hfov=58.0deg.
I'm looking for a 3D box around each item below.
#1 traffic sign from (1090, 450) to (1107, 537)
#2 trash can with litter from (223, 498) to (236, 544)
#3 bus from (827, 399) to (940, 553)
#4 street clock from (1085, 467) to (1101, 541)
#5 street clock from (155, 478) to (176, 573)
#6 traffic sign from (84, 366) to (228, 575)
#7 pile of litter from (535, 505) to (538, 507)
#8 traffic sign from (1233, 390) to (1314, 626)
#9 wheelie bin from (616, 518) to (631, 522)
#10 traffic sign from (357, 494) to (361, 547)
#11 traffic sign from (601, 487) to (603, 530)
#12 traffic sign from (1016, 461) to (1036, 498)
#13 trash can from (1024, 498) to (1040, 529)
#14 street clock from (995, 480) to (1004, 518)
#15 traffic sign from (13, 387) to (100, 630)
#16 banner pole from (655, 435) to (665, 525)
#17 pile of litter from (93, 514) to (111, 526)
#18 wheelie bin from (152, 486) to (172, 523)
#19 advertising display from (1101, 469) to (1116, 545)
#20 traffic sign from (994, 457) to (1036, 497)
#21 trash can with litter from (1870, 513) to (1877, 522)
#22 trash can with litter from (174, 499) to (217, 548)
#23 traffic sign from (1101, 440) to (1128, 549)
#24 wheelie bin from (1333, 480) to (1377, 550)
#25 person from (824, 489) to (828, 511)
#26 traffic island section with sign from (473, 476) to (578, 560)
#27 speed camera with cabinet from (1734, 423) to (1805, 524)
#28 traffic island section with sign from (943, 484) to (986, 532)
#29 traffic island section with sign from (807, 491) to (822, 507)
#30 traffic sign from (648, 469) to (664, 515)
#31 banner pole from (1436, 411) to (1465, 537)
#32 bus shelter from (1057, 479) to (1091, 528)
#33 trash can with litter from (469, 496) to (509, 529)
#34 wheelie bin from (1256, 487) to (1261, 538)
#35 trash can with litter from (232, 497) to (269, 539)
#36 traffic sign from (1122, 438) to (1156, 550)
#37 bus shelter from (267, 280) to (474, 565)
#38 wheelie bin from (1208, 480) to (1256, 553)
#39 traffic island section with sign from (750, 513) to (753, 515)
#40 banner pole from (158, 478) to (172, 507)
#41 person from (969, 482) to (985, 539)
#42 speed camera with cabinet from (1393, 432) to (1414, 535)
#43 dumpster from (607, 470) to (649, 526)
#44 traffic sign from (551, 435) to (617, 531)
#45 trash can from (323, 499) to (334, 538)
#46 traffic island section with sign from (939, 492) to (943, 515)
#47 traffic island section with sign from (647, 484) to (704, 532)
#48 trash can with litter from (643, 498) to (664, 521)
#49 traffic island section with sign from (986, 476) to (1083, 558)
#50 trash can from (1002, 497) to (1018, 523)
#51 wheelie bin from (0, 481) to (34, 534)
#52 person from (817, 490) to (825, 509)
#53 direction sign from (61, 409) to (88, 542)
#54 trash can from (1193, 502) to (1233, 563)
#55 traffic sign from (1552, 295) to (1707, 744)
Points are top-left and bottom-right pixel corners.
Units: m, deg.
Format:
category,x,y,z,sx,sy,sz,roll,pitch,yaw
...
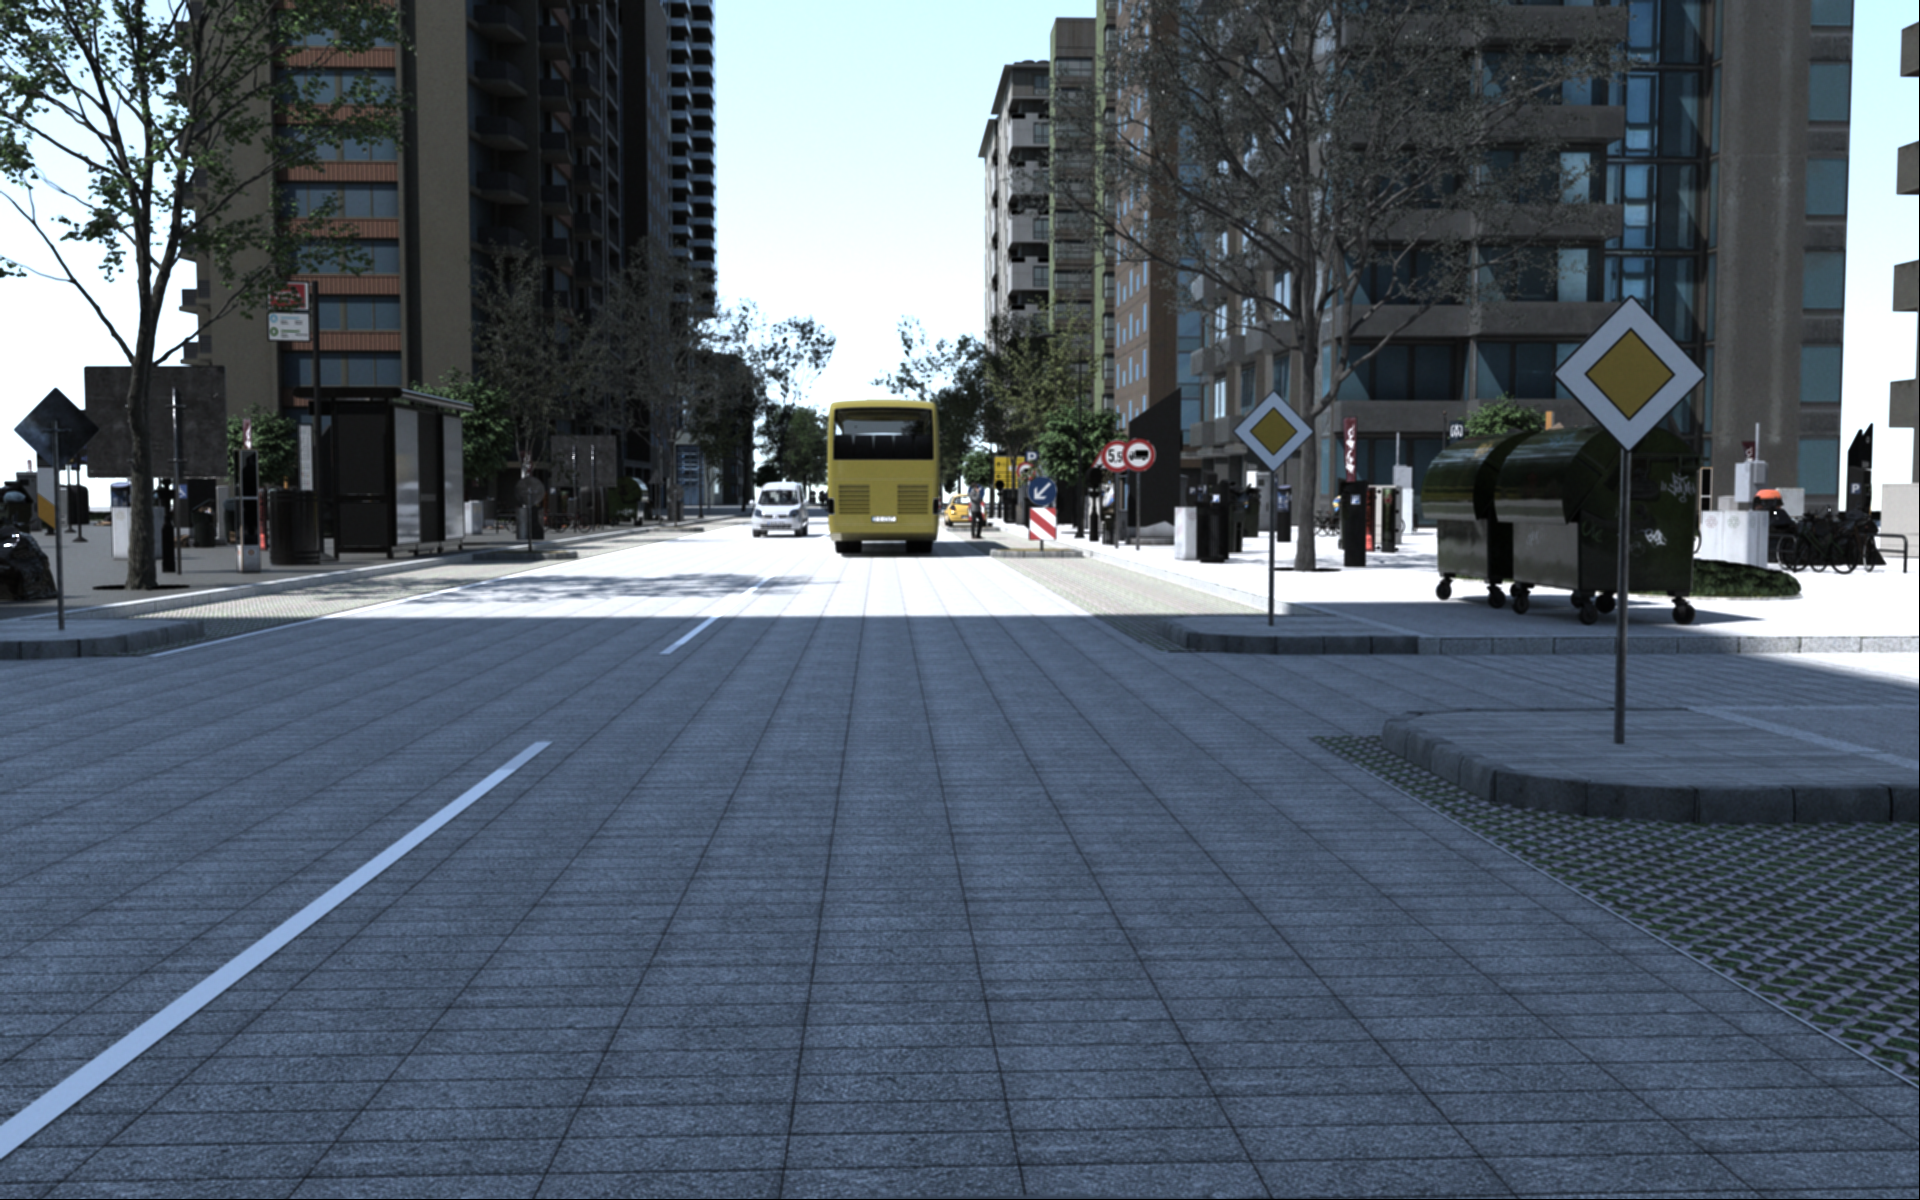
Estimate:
category,x,y,z,sx,sy,sz,roll,pitch,yaw
traffic sign,4.181,-3.153,51.556,0.884,2.594,0.081,0,4,0
trash can with litter,-18.735,-2.050,44.901,0.624,1.170,1.055,-2,4,-29
bus,-1.979,-3.265,44.933,2.896,3.916,12.252,0,4,-2
street clock,3.640,-2.591,46.937,0.471,2.002,0.358,-2,4,-30
street clock,-12.984,-1.456,28.371,0.358,2.002,0.471,-1,4,-19
traffic sign,-12.763,-2.058,27.515,2.265,3.308,0.079,0,4,1
pile of litter,-18.703,-3.786,75.858,1.719,0.858,1.176,-1,4,-15
traffic sign,3.031,-0.807,16.830,0.795,2.450,0.064,0,4,-3
wheelie bin,-15.409,-4.378,79.485,0.693,1.594,0.980,2,4,31
traffic sign,-14.116,-2.479,40.635,0.768,2.556,0.104,0,4,1
traffic sign,-12.814,-3.665,62.045,0.606,2.300,0.079,0,4,5
traffic sign,2.585,-4.136,67.729,0.768,2.556,0.104,0,4,3
trash can,2.719,-3.229,64.451,0.748,1.137,0.748,0,3,0
street clock,2.095,-5.311,91.405,0.471,2.002,0.358,0,4,6
traffic sign,-8.502,-0.776,16.332,0.795,2.450,0.064,0,4,-3
banner pole,-12.626,-5.078,73.036,0.401,3.779,0.863,0,4,2
pile of litter,-34.523,-3.470,70.697,1.719,0.858,1.176,1,4,20
wheelie bin,-32.120,-3.774,69.609,0.693,1.594,0.980,-3,5,-45
advertising display,3.773,-2.351,43.647,0.123,1.923,0.974,-1,4,-15
traffic sign,2.922,-6.029,92.448,2.265,3.308,0.079,0,3,0
trash can with litter,40.472,-4.110,78.252,2.233,1.210,1.678,-1,4,-8
trash can with litter,-18.364,-1.841,41.481,1.055,1.170,0.624,-1,4,-9
traffic sign,3.698,-2.486,40.759,0.768,2.556,0.104,0,4,6
wheelie bin,9.118,-1.961,39.978,0.980,1.594,0.693,0,4,7
person,-10.933,-8.308,144.200,0.599,1.838,0.709,-3,5,-43
traffic island section with sign,-9.505,-1.803,38.099,1.989,1.847,2.006,0,4,-3
speed camera with cabinet,22.797,-3.328,48.742,2.038,3.252,0.660,-1,4,-21
traffic island section with sign,0.483,-3.552,66.699,1.989,1.847,2.006,0,4,-3
traffic island section with sign,-16.748,-11.615,198.540,1.989,1.847,2.006,0,4,-3
traffic sign,-15.757,-5.490,89.771,0.884,2.594,0.081,0,4,5
banner pole,14.753,-3.794,52.042,0.863,3.779,0.401,3,5,41
bus shelter,4.640,-4.724,68.520,1.731,3.624,6.357,0,4,-3
trash can with litter,-17.708,-3.242,64.071,2.233,1.210,1.678,0,4,7
wheelie bin,8.566,-2.650,51.229,0.693,1.594,0.980,0,4,7
trash can with litter,-20.330,-2.328,49.119,2.233,1.210,1.678,-1,4,-16
traffic sign,4.049,-2.400,39.349,0.768,2.556,0.104,0,4,-2
bus shelter,-12.024,-3.527,35.303,2.179,5.291,8.768,0,4,-3
wheelie bin,5.881,-1.835,37.917,0.693,1.594,0.980,3,4,37
traffic island section with sign,-13.045,-6.589,116.352,1.989,1.847,2.006,0,4,-3
banner pole,-23.026,-3.674,50.089,0.863,3.779,0.401,2,4,35
person,0.537,-2.834,55.017,0.473,1.802,0.592,3,5,39
speed camera with cabinet,14.082,-3.706,54.934,0.660,3.252,2.038,1,4,13
dumpster,-13.350,-4.088,69.326,1.502,2.255,1.985,0,4,-2
traffic sign,-12.964,-4.025,59.677,2.265,3.308,0.079,0,4,2
trash can,-18.422,-2.376,50.505,0.748,1.137,0.748,0,3,0
traffic island section with sign,-1.763,-6.601,116.551,1.989,1.847,2.006,0,4,-3
traffic island section with sign,-10.761,-3.488,65.652,1.989,1.847,2.006,0,4,-3
trash can with litter,-14.887,-4.425,83.738,1.055,1.170,0.624,-3,4,-37
traffic island section with sign,1.703,-1.892,39.559,1.989,1.847,2.006,0,4,-3
trash can,2.215,-3.939,76.057,0.748,1.137,0.748,0,3,0
wheelie bin,-22.642,-2.051,41.440,0.980,1.594,0.693,2,4,32
person,-13.243,-9.739,167.742,1.348,1.823,0.705,2,4,23
direction sign,-23.677,-3.333,46.498,0.876,3.537,0.379,1,4,16
trash can,4.728,-1.269,32.404,0.748,1.137,0.748,0,3,0
traffic sign,3.391,-0.319,8.853,0.795,2.450,0.064,0,4,-3
